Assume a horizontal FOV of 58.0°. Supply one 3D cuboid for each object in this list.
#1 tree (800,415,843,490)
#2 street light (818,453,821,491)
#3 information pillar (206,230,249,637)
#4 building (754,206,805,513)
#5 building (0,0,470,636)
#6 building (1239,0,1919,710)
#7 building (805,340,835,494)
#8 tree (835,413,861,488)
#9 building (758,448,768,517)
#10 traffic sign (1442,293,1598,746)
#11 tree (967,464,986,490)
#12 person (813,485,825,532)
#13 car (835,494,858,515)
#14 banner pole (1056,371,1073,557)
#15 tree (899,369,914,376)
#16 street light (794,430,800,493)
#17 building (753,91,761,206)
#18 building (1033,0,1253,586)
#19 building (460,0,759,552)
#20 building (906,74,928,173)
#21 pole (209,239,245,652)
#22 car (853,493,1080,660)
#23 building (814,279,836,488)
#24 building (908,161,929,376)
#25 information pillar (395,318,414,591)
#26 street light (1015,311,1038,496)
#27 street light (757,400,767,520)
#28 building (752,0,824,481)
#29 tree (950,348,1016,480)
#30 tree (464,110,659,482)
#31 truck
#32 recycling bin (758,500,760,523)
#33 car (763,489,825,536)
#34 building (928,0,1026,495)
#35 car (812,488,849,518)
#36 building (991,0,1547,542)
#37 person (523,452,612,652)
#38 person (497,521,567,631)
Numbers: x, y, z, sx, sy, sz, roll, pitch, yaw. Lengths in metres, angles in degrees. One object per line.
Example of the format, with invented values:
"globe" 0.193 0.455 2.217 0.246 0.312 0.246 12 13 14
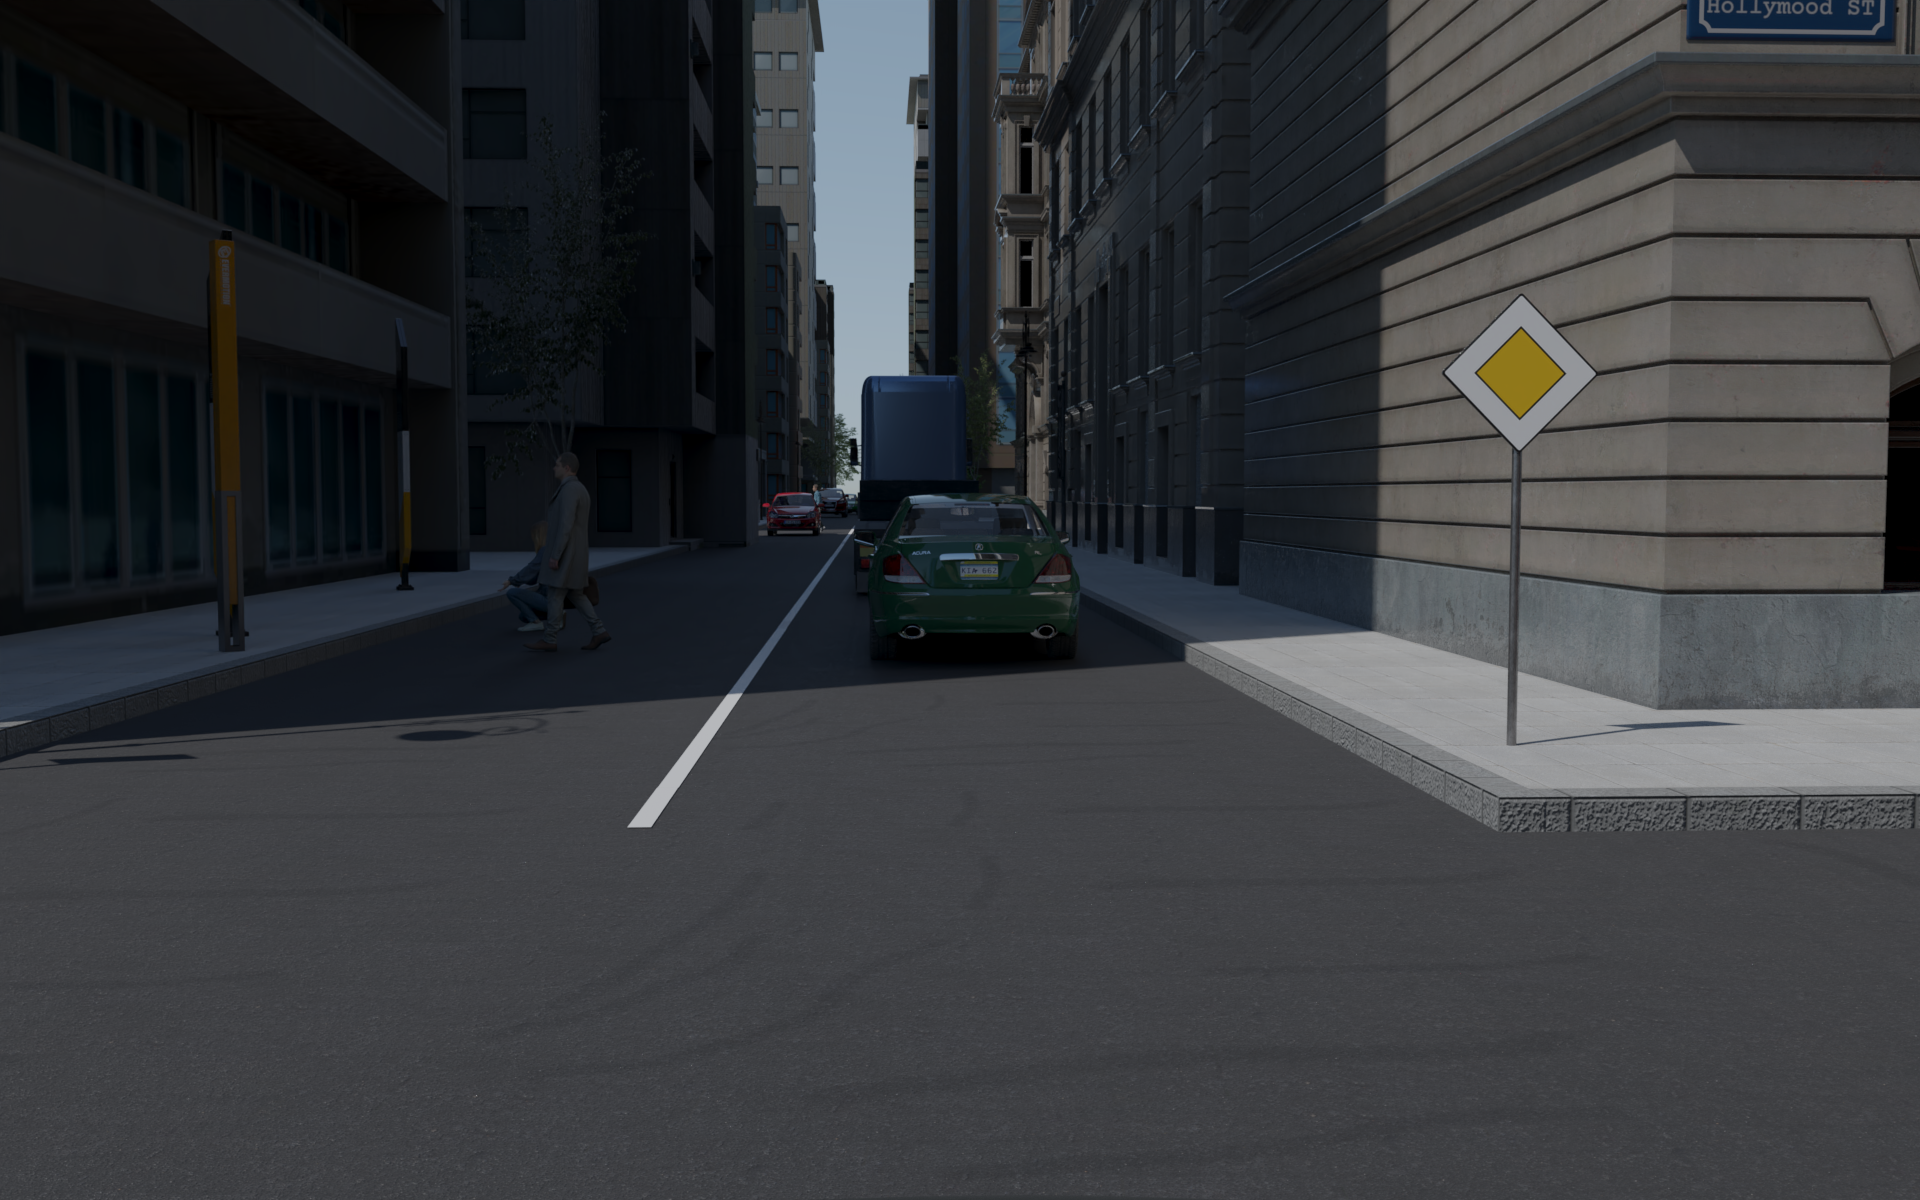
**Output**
"tree" -13.144 -12.866 160.719 4.360 8.622 3.978 0 3 0
"street light" -13.741 -11.968 168.457 0.468 5.910 1.993 0 4 -3
"information pillar" -6.636 -1.484 15.619 0.183 3.616 0.504 -3 5 -41
"building" -25.240 -16.687 117.879 27.650 21.520 28.899 0 4 -3
"building" -18.437 -24.047 16.864 21.300 48.544 21.600 0 4 -3
"building" 20.808 -12.011 15.462 34.723 24.649 14.460 0 4 -3
"building" -29.306 -22.215 208.258 27.650 21.520 28.899 0 4 -3
"tree" -17.427 -19.839 242.487 7.486 12.596 7.792 0 3 0
"building" -21.009 -39.972 91.800 20.563 71.187 20.611 0 4 -3
"traffic sign" 2.812 -0.314 8.776 0.795 2.450 0.064 0 4 -3
"tree" 0.298 -5.989 92.522 1.663 3.219 1.824 0 3 0
"person" -5.251 -3.398 64.395 0.444 1.785 0.601 1 4 16
"car" -7.835 -6.828 120.439 1.959 1.807 4.718 0 4 -5
"banner pole" 2.042 -2.752 35.010 0.401 3.779 0.863 1 4 15
"tree" -4.359 -15.815 168.940 12.009 13.543 11.850 0 3 0
"street light" -11.644 -9.263 124.244 0.468 5.910 1.993 0 4 -3
"building" -29.550 -27.624 143.531 32.217 40.220 23.993 0 4 -3
"building" 8.616 -14.586 35.744 12.463 27.353 25.104 0 4 -3
"building" -12.691 -16.625 43.520 14.160 30.474 14.107 0 4 -3
"building" 7.922 -38.302 215.470 28.713 52.752 27.495 0 4 -3
"pole" -5.946 -1.235 14.044 0.158 3.312 0.155 0 3 0
"car" 0.048 -0.283 16.433 2.131 1.459 4.920 0 4 -3
"building" -23.794 -28.014 229.731 14.160 30.474 14.107 0 4 -3
"building" 2.909 -23.325 153.063 14.160 30.474 14.107 0 4 -3
"information pillar" -7.390 -1.935 22.993 0.183 3.616 0.504 -2 4 -26
"street light" 1.660 -4.342 43.784 0.468 5.910 1.993 0 4 -3
"street light" -9.766 -6.864 85.019 0.468 5.910 1.993 0 4 -3
"building" -28.686 -36.081 179.158 28.713 52.752 27.495 0 4 -3
"tree" 0.740 -8.429 88.176 4.737 8.622 4.395 0 3 0
"tree" -7.766 -5.061 33.111 4.360 8.622 3.978 0 3 0
"truck" -0.754 -2.681 33.588 2.967 4.110 18.799 0 4 -3
"recycling bin" -9.321 -3.956 77.235 0.722 1.027 0.722 0 4 2
"car" -5.817 -3.165 60.784 2.155 1.783 4.494 0 4 -4
"building" 5.021 -28.373 114.014 14.600 45.320 14.200 0 4 -3
"car" -7.996 -6.026 107.205 2.281 1.827 5.304 0 4 -2
"building" 8.542 -15.118 66.259 14.460 24.649 34.723 0 4 -3
"person" -3.601 -0.442 15.833 0.767 1.812 0.694 0 3 0
"person" -4.515 -0.254 18.150 0.738 1.151 1.012 1 4 8
